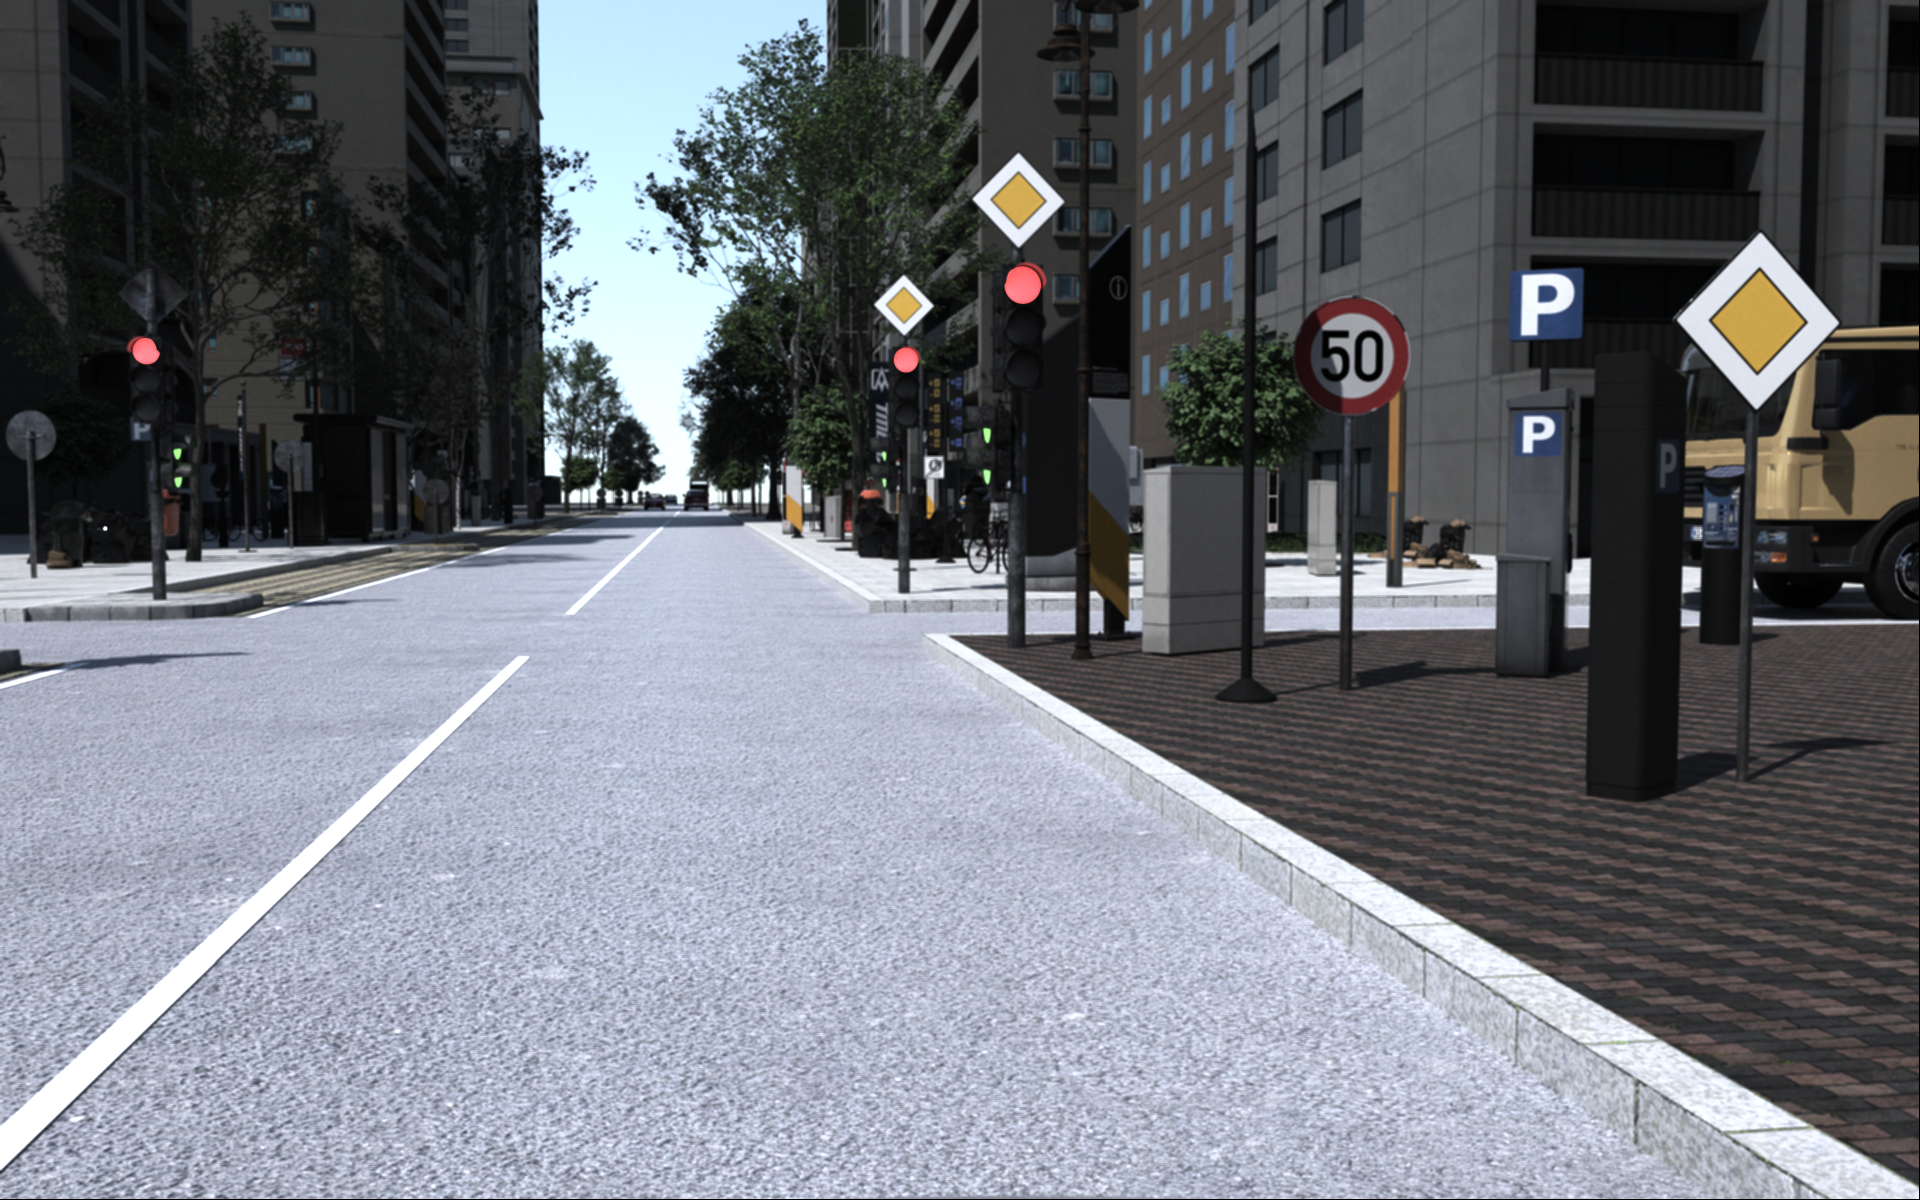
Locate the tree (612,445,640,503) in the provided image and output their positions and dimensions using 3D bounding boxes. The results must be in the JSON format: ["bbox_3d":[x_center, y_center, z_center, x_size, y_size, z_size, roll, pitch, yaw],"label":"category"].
[{"bbox_3d":[-46.503,-17.806,241.486,4.360,8.622,3.978,0,3,0],"label":"tree"}]

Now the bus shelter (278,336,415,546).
[{"bbox_3d":[-16.500,-4.218,46.591,2.179,5.291,8.768,-1,4,-8],"label":"bus shelter"}]

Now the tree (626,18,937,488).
[{"bbox_3d":[-7.417,-13.205,71.793,12.611,20.169,13.585,0,3,0],"label":"tree"}]

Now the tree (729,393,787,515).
[{"bbox_3d":[-11.924,-9.397,104.000,4.360,8.622,3.978,0,3,0],"label":"tree"}]

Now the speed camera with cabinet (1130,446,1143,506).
[{"bbox_3d":[3.774,-2.411,33.753,2.038,3.252,0.660,-1,4,-20],"label":"speed camera with cabinet"}]

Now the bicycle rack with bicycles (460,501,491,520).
[{"bbox_3d":[-24.429,-4.480,86.636,2.925,0.926,2.852,-3,4,-36],"label":"bicycle rack with bicycles"}]

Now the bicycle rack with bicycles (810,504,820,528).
[{"bbox_3d":[-4.303,-3.185,65.459,2.852,0.926,2.925,1,4,19],"label":"bicycle rack with bicycles"}]

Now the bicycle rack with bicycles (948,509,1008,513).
[{"bbox_3d":[0.631,-1.718,41.464,2.852,0.926,2.925,-1,4,-14],"label":"bicycle rack with bicycles"}]

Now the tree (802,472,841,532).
[{"bbox_3d":[-4.799,-3.973,59.552,1.663,3.219,1.824,0,3,0],"label":"tree"}]

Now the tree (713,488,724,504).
[{"bbox_3d":[-29.972,-16.483,219.867,4.737,8.622,4.395,0,3,0],"label":"tree"}]

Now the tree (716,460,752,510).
[{"bbox_3d":[-18.222,-9.783,143.663,4.285,4.588,4.351,0,3,0],"label":"tree"}]

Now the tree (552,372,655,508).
[{"bbox_3d":[-34.250,-15.580,165.103,12.009,13.543,11.850,0,3,0],"label":"tree"}]

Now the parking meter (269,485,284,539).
[{"bbox_3d":[-19.721,-2.544,50.005,0.372,1.533,0.369,0,3,0],"label":"parking meter"}]

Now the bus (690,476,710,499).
[{"bbox_3d":[-36.044,-15.177,239.688,2.896,3.916,12.252,0,4,-8],"label":"bus"}]

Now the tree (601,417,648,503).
[{"bbox_3d":[-47.810,-20.450,251.367,9.611,12.733,9.660,0,3,0],"label":"tree"}]

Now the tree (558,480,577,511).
[{"bbox_3d":[-29.987,-8.422,132.300,1.663,3.219,1.824,0,3,0],"label":"tree"}]

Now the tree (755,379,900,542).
[{"bbox_3d":[-3.153,-3.853,46.716,4.285,4.588,4.351,0,3,0],"label":"tree"}]

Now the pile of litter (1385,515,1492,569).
[{"bbox_3d":[8.427,-0.986,30.082,1.176,0.858,1.719,-1,4,-21],"label":"pile of litter"}]

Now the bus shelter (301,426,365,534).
[{"bbox_3d":[-20.637,-4.107,58.439,1.731,3.624,6.357,-1,4,-9],"label":"bus shelter"}]

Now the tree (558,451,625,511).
[{"bbox_3d":[-28.111,-8.829,128.062,4.285,4.588,4.351,0,3,0],"label":"tree"}]

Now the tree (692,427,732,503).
[{"bbox_3d":[-26.764,-17.142,198.391,7.486,12.596,7.792,0,3,0],"label":"tree"}]

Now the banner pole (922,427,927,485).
[{"bbox_3d":[-1.184,-4.104,57.110,0.863,3.779,0.401,3,5,41],"label":"banner pole"}]

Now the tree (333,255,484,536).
[{"bbox_3d":[-17.006,-6.284,53.113,4.360,8.622,3.978,0,3,0],"label":"tree"}]

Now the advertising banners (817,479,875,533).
[{"bbox_3d":[-3.724,-3.762,57.696,2.074,3.025,0.090,0,4,4],"label":"advertising banners"}]

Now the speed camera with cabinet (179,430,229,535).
[{"bbox_3d":[-23.305,-3.564,52.612,0.660,3.252,2.038,3,4,36],"label":"speed camera with cabinet"}]

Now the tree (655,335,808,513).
[{"bbox_3d":[-13.860,-12.547,115.515,12.009,13.543,11.850,0,3,0],"label":"tree"}]

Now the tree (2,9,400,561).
[{"bbox_3d":[-14.304,-6.020,32.844,7.601,10.594,8.767,-1,4,-20],"label":"tree"}]

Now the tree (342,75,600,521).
[{"bbox_3d":[-23.046,-13.784,81.263,12.611,20.169,13.585,0,3,0],"label":"tree"}]

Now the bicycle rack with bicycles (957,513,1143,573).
[{"bbox_3d":[1.769,-0.860,27.450,2.852,0.926,2.925,-2,4,-28],"label":"bicycle rack with bicycles"}]

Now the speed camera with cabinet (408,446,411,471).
[{"bbox_3d":[-23.032,-4.780,72.492,0.660,3.252,2.038,0,4,-4],"label":"speed camera with cabinet"}]

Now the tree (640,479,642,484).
[{"bbox_3d":[-43.976,-15.115,230.849,4.285,4.588,4.351,0,3,0],"label":"tree"}]

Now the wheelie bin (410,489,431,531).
[{"bbox_3d":[-18.944,-3.227,60.666,0.980,1.594,0.693,3,5,42],"label":"wheelie bin"}]

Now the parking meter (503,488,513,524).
[{"bbox_3d":[-19.550,-4.068,74.921,0.372,1.533,0.369,0,3,0],"label":"parking meter"}]

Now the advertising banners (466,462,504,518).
[{"bbox_3d":[-25.799,-5.988,94.084,2.074,3.025,0.090,0,4,8],"label":"advertising banners"}]

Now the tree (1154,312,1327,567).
[{"bbox_3d":[5.008,-2.877,30.759,4.285,4.588,4.351,0,3,0],"label":"tree"}]

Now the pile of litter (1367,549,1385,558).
[{"bbox_3d":[8.946,-1.262,34.606,1.176,0.858,1.719,-2,4,-29],"label":"pile of litter"}]

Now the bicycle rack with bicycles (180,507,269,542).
[{"bbox_3d":[-20.437,-2.023,46.452,2.925,0.926,2.852,2,4,29],"label":"bicycle rack with bicycles"}]

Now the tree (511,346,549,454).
[{"bbox_3d":[-25.667,-11.471,113.298,9.928,11.665,9.643,0,3,0],"label":"tree"}]

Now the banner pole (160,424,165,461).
[{"bbox_3d":[-24.901,-3.914,54.008,0.863,3.779,0.401,3,4,38],"label":"banner pole"}]

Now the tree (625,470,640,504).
[{"bbox_3d":[-39.134,-12.956,195.549,4.285,4.588,4.351,0,3,0],"label":"tree"}]

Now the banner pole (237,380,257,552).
[{"bbox_3d":[-15.921,-2.963,38.462,0.401,3.779,0.863,-2,4,-35],"label":"banner pole"}]

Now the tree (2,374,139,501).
[{"bbox_3d":[-24.447,-3.906,47.571,4.285,4.588,4.351,0,3,0],"label":"tree"}]

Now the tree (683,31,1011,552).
[{"bbox_3d":[-2.318,-6.923,38.951,9.928,11.665,9.643,0,3,0],"label":"tree"}]

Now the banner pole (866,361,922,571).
[{"bbox_3d":[-1.145,-2.378,28.902,0.863,3.779,0.401,-1,4,-18],"label":"banner pole"}]

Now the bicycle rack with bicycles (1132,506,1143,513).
[{"bbox_3d":[7.172,-2.666,56.966,2.852,0.926,2.925,1,4,17],"label":"bicycle rack with bicycles"}]

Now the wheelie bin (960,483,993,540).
[{"bbox_3d":[0.497,-2.493,48.675,0.980,1.594,0.693,-2,4,-29],"label":"wheelie bin"}]

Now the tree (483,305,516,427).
[{"bbox_3d":[-18.198,-6.870,62.683,4.360,8.622,3.978,0,3,0],"label":"tree"}]

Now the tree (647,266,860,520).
[{"bbox_3d":[-9.371,-10.411,87.231,9.611,12.733,9.660,0,3,0],"label":"tree"}]
